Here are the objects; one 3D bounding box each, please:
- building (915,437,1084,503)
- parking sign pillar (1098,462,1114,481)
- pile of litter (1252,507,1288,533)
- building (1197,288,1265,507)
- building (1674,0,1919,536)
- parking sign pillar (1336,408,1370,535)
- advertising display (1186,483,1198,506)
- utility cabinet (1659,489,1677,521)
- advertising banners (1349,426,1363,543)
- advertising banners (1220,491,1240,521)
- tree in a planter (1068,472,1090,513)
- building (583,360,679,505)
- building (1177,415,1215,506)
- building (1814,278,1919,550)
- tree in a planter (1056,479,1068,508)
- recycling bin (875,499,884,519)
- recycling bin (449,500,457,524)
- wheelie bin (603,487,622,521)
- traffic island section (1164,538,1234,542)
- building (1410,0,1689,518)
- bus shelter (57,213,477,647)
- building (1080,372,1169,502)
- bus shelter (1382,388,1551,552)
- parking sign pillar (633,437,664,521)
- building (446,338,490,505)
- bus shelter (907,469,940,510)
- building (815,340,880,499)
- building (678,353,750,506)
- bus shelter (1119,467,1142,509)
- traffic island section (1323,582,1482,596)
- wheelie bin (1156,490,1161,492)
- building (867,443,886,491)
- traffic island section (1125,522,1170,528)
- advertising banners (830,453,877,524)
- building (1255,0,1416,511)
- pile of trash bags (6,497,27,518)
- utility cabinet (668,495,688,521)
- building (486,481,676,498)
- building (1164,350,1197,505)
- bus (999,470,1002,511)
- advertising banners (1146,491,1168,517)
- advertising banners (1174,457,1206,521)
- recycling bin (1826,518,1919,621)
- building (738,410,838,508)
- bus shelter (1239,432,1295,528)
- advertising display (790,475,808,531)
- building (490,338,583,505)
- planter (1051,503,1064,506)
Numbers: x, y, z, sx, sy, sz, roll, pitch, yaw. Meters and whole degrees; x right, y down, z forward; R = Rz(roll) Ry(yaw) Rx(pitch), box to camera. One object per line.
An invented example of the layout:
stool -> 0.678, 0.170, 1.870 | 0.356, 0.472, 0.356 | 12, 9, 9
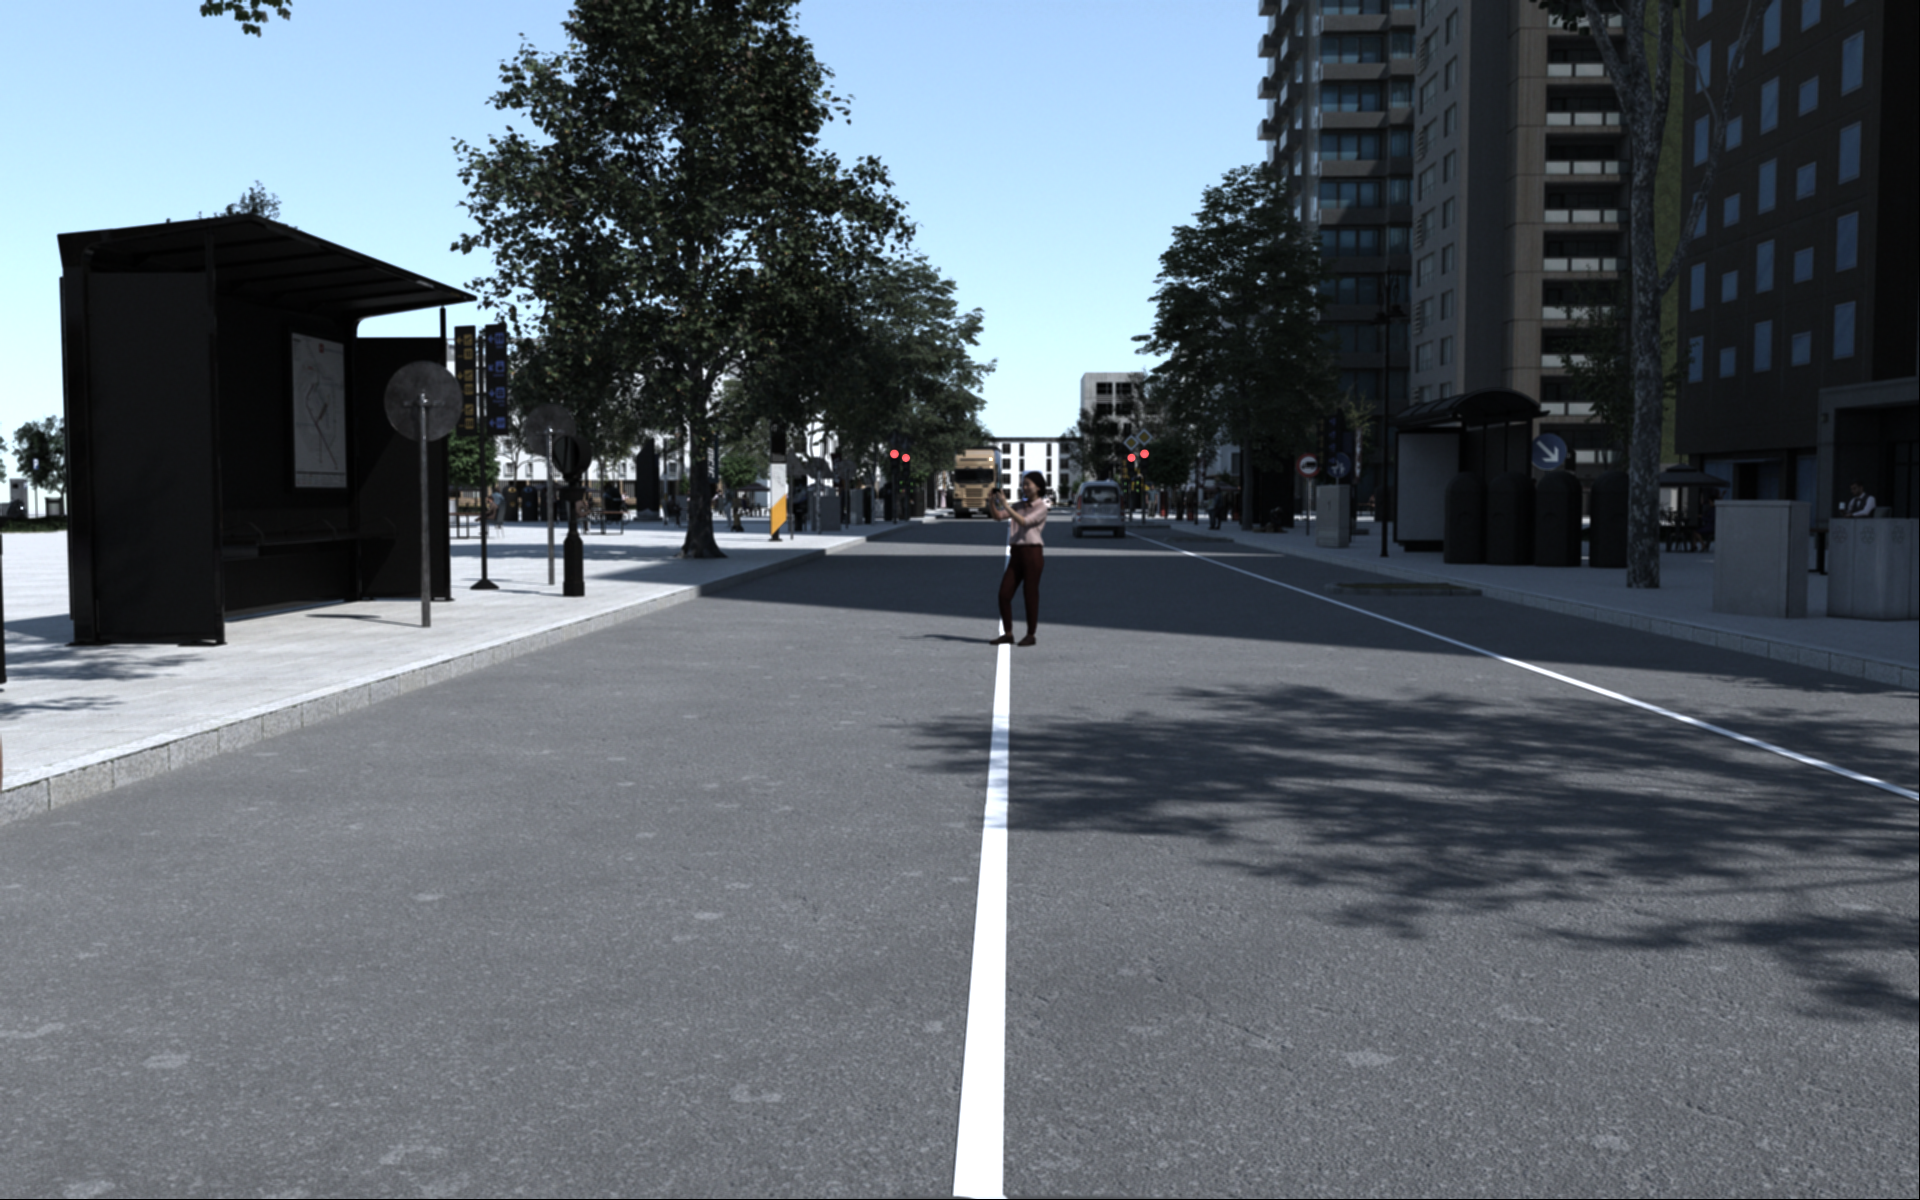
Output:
building -> 4.182, -19.216, 256.325 | 28.070, 9.664, 9.099 | 0, 4, 2
parking sign pillar -> 12.336, -9.661, 146.421 | 1.447, 3.967, 1.447 | -1, 4, -21
pile of litter -> 10.310, -2.673, 57.665 | 1.176, 0.858, 1.719 | 0, 4, 7
building -> 31.438, -18.827, 164.245 | 16.016, 20.091, 11.380 | 0, 4, 2
building -> 32.352, -24.685, 53.712 | 14.600, 45.320, 14.200 | 0, 4, 2
parking sign pillar -> 12.214, -4.049, 54.672 | 1.447, 3.967, 1.447 | 2, 4, 24
advertising display -> 13.069, -5.653, 97.643 | 0.123, 1.923, 0.974 | -2, 4, -30
utility cabinet -> 33.190, -4.432, 81.138 | 0.318, 1.500, 1.173 | 0, 4, -2
advertising banners -> 10.239, -3.030, 45.729 | 0.090, 3.025, 2.074 | 0, 4, -7
advertising banners -> 13.064, -5.258, 82.148 | 2.074, 3.025, 0.090 | -2, 4, -33
tree in a planter -> 9.652, -8.434, 135.124 | 1.991, 3.239, 1.994 | 0, 4, 2
building -> -39.032, -21.953, 215.350 | 11.380, 20.091, 16.016 | 0, 4, 2
building -> 28.904, -14.813, 184.336 | 9.099, 9.664, 28.070 | 0, 4, 2
building -> 29.807, -36.047, 27.629 | 20.563, 71.187, 20.611 | 0, 4, 2
tree in a planter -> 11.078, -11.393, 183.490 | 1.991, 3.239, 1.994 | 0, 4, 2
recycling bin -> -4.329, -4.753, 90.264 | 0.722, 1.027, 0.722 | 0, 4, -8
recycling bin -> -22.227, -3.819, 74.988 | 0.722, 1.027, 0.722 | 0, 4, -4
wheelie bin -> -16.584, -4.567, 82.582 | 0.693, 1.594, 0.980 | 3, 5, 39
traffic island section -> 7.214, -1.818, 52.585 | 1.991, 0.108, 1.994 | 0, 4, 2
building -> 33.879, -25.279, 96.906 | 14.086, 41.232, 14.154 | 0, 4, 2
bus shelter -> -6.681, -1.612, 17.635 | 1.731, 3.624, 6.357 | 0, 4, 2
building -> 34.064, -24.016, 259.118 | 31.486, 18.905, 16.747 | 0, 4, 2
bus shelter -> 10.327, -2.564, 35.847 | 2.014, 3.302, 5.546 | 0, 4, 2
parking sign pillar -> -14.912, -5.764, 82.712 | 1.447, 3.967, 1.447 | 3, 5, 42
building -> -61.783, -21.991, 215.965 | 11.380, 20.091, 16.016 | 0, 4, 2
bus shelter -> -2.826, -9.991, 140.990 | 2.179, 5.291, 8.768 | 0, 4, 2
building -> -15.884, -21.905, 214.573 | 11.380, 20.091, 16.016 | 0, 4, 2
building -> -27.438, -21.938, 215.103 | 11.380, 20.091, 16.016 | 0, 4, 2
bus shelter -> 14.869, -9.784, 151.251 | 1.731, 3.624, 6.357 | 0, 4, 2
traffic island section -> 6.399, -0.156, 25.411 | 1.991, 0.108, 1.994 | 0, 4, 2
wheelie bin -> 14.942, -7.513, 130.740 | 0.980, 1.594, 0.693 | 0, 4, -1
building -> -24.228, -19.286, 257.466 | 28.070, 9.664, 9.099 | 0, 4, 2
traffic island section -> 7.825, -3.138, 73.595 | 2.009, 0.180, 2.903 | 0, 4, 2
advertising banners -> -4.551, -4.758, 73.980 | 2.074, 3.025, 0.090 | -1, 4, -19
building -> 36.201, -31.824, 139.933 | 23.786, 49.044, 30.456 | 0, 4, 2
pile of trash bags -> -41.227, -3.882, 73.221 | 3.447, 1.369, 1.912 | -1, 4, -16
utility cabinet -> -13.442, -4.363, 82.503 | 0.306, 1.237, 1.020 | 3, 4, 36
building -> -54.667, -25.828, 266.264 | 32.646, 21.610, 27.936 | 0, 4, 2
building -> 32.869, -21.270, 204.181 | 16.016, 20.091, 11.380 | 0, 4, 2
bus -> 1.596, -8.066, 123.427 | 2.896, 3.916, 12.252 | 0, 4, 3
advertising banners -> 11.442, -6.184, 97.302 | 2.074, 3.025, 0.090 | 2, 4, 29
advertising banners -> 11.025, -5.300, 82.838 | 0.090, 3.025, 2.074 | -3, 4, -37
recycling bin -> 9.497, -0.325, 17.872 | 0.722, 1.027, 0.722 | -1, 4, -20
building -> -16.515, -14.053, 171.912 | 9.099, 9.664, 28.070 | 0, 4, 2
bus shelter -> 11.957, -4.720, 68.457 | 1.731, 3.624, 6.357 | 0, 4, 2
advertising display -> -5.584, -3.338, 59.797 | 0.123, 1.923, 0.974 | 2, 4, 29
building -> -50.399, -21.989, 215.944 | 11.380, 20.091, 16.016 | 0, 4, 2
planter -> 11.888, -11.603, 210.846 | 1.991, 0.319, 1.994 | 0, 4, 2
